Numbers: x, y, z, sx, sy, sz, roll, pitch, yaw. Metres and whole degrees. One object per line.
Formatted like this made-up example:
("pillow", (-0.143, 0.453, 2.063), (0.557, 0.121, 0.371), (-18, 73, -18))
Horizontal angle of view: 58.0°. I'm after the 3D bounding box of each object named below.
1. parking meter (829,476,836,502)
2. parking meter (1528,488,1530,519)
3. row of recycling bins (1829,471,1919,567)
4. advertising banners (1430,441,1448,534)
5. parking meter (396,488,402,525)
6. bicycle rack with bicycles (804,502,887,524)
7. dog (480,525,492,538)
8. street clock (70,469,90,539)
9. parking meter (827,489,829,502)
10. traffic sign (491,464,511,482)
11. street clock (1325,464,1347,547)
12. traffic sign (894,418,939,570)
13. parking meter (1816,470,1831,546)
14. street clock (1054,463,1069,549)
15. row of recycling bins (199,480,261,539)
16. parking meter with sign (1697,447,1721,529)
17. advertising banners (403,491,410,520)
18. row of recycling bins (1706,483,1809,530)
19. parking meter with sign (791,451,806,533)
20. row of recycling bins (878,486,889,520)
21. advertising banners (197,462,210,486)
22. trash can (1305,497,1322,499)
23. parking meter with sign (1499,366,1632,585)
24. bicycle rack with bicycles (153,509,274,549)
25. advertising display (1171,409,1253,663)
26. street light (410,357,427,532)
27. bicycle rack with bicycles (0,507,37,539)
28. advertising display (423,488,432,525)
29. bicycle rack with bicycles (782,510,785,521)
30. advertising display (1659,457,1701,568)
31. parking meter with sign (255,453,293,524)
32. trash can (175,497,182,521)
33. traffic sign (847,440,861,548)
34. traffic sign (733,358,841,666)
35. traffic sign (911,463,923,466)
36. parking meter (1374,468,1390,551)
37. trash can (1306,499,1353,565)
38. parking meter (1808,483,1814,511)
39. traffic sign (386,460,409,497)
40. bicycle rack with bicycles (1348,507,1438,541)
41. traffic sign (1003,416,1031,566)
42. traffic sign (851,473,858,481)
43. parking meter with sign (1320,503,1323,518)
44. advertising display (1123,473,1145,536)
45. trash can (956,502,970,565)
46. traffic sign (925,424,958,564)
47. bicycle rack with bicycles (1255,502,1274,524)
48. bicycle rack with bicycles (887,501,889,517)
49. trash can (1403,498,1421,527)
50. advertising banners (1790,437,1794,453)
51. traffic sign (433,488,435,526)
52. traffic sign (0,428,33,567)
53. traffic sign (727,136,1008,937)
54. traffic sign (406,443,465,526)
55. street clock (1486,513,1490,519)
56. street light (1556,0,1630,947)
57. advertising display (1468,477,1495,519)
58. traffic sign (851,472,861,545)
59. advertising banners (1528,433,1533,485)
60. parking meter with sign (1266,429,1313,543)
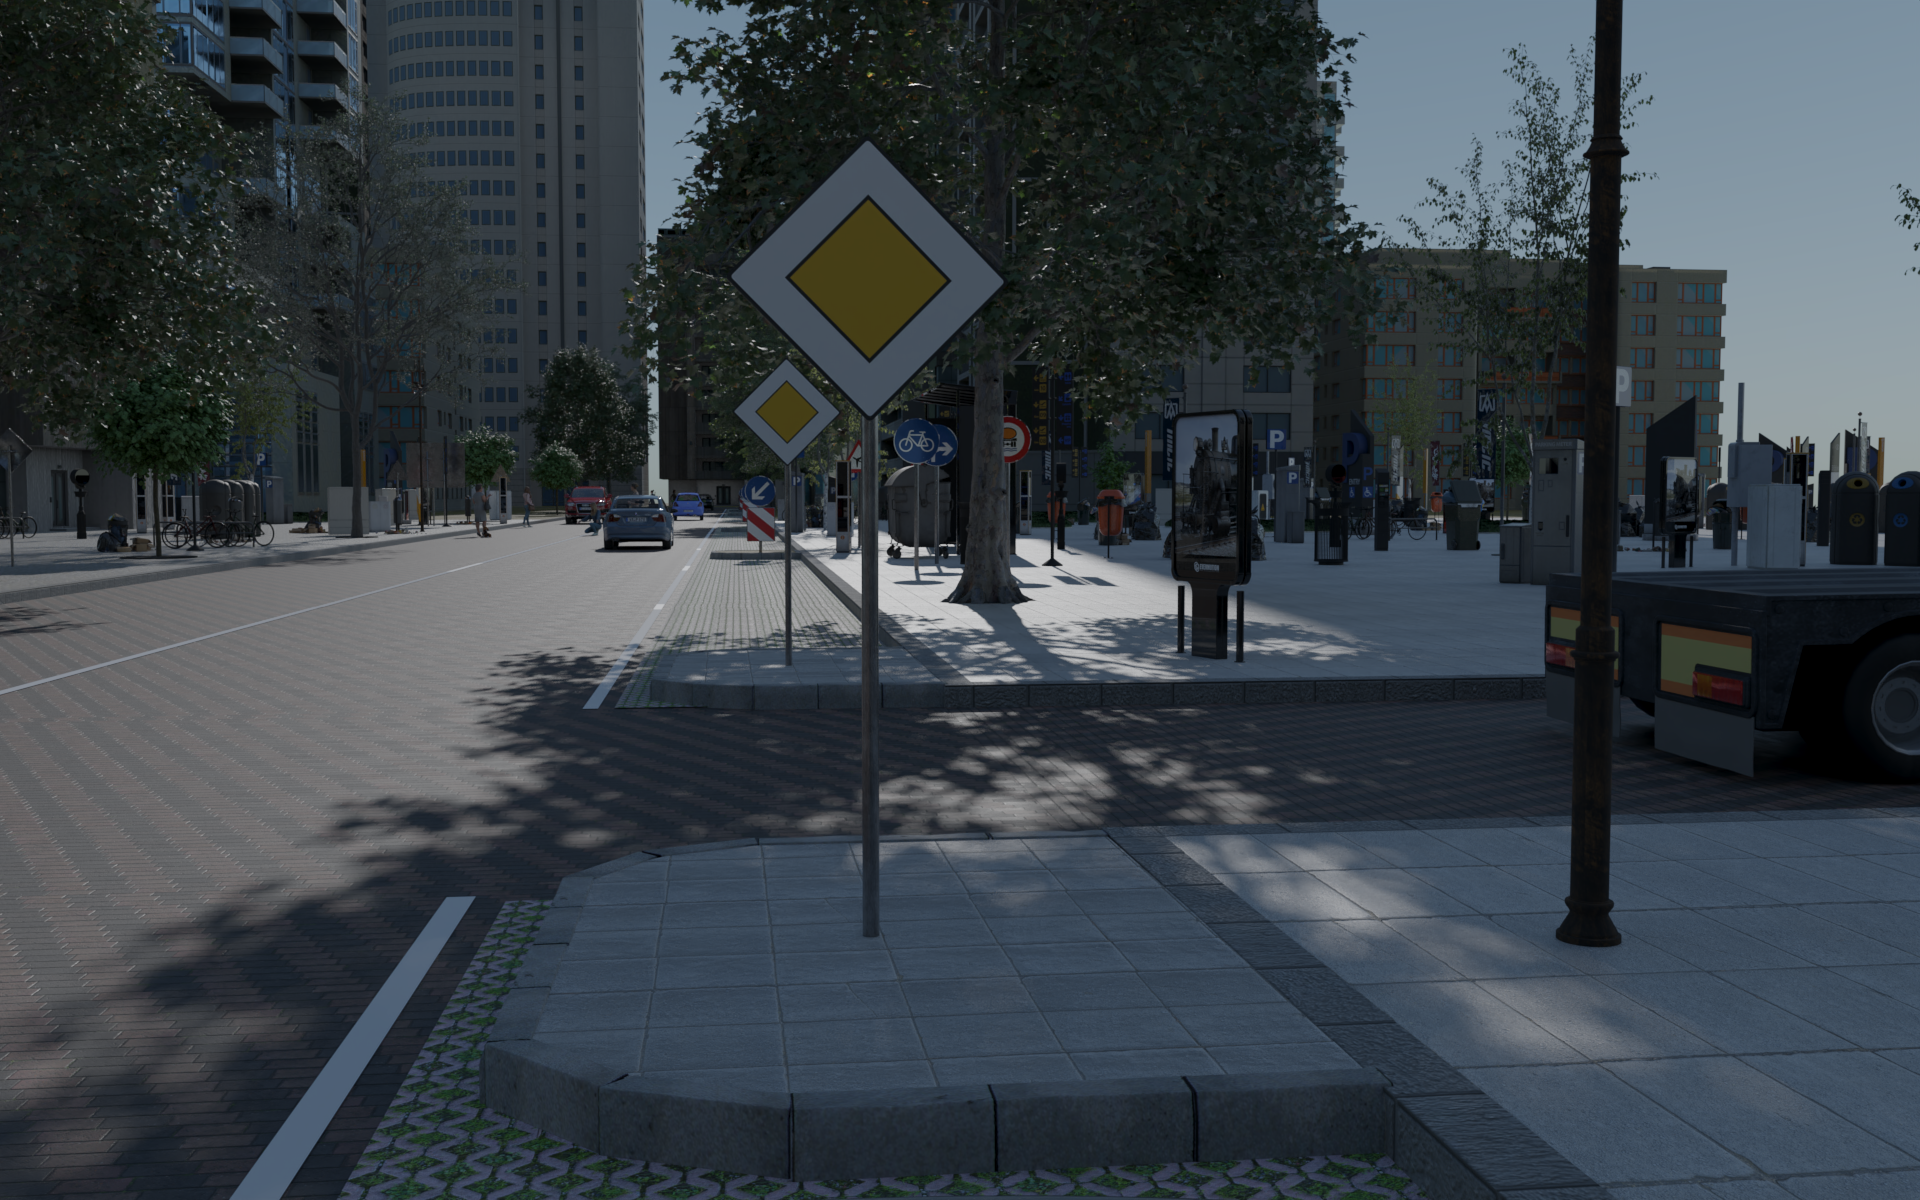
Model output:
("parking meter", (-4.010, -3.061, 55.763), (0.399, 1.863, 0.255), (1, 4, 18))
("parking meter", (22.782, -3.700, 68.904), (0.372, 1.533, 0.369), (0, 3, 0))
("row of recycling bins", (17.159, -1.432, 30.533), (1.069, 1.692, 3.534), (-3, 4, -37))
("advertising banners", (15.845, -3.666, 56.127), (0.090, 3.025, 2.074), (-1, 4, -20))
("parking meter", (-23.203, -3.851, 71.376), (0.372, 1.533, 0.369), (0, 3, 0))
("bicycle rack with bicycles", (-5.279, -3.706, 73.975), (2.925, 0.926, 2.852), (3, 4, 38))
("dog", (-15.608, -2.240, 56.818), (0.550, 0.427, 0.748), (1, 4, 11))
("street clock", (-25.079, -2.742, 49.401), (0.358, 2.002, 0.471), (2, 4, 28))
("parking meter", (-6.371, -4.619, 83.938), (0.372, 1.533, 0.369), (0, 3, 0))
("traffic sign", (-20.087, -4.633, 75.756), (0.884, 2.594, 0.081), (0, 4, 2))
("street clock", (9.056, -2.275, 41.773), (0.471, 2.002, 0.358), (-2, 4, -25))
("traffic sign", (-0.731, -1.773, 29.103), (0.768, 2.556, 0.104), (0, 4, -3))
("parking meter", (21.259, -2.258, 42.622), (0.255, 1.863, 0.399), (1, 4, 21))
("street clock", (2.345, -2.175, 40.133), (0.358, 2.002, 0.471), (0, 4, 4))
("row of recycling bins", (-21.310, -2.667, 50.725), (1.069, 1.692, 3.534), (0, 4, -5))
("parking meter with sign", (27.410, -4.181, 64.617), (1.738, 3.016, 0.543), (2, 4, 24))
("advertising banners", (-25.367, -5.085, 79.329), (0.090, 3.025, 2.074), (0, 4, -3))
("row of recycling bins", (28.485, -3.354, 61.953), (3.534, 1.692, 1.069), (0, 4, -1))
("parking meter with sign", (-5.403, -3.767, 57.852), (0.543, 3.016, 1.738), (0, 4, -1))
("row of recycling bins", (-3.174, -4.909, 87.372), (1.069, 1.692, 3.534), (2, 4, 25))
("advertising banners", (-24.827, -3.818, 58.609), (2.074, 3.025, 0.090), (-1, 4, -9))
("trash can", (15.562, -3.956, 76.340), (0.748, 1.137, 0.748), (0, 3, 0))
("parking meter with sign", (8.439, -1.716, 24.321), (0.543, 3.016, 1.738), (-3, 5, -41))
("bicycle rack with bicycles", (-18.113, -1.747, 41.942), (2.925, 0.926, 2.852), (-3, 5, -40))
("advertising display", (1.957, -0.509, 13.542), (0.123, 1.923, 0.974), (-2, 4, -24))
("street light", (-18.261, -5.251, 58.647), (0.468, 5.910, 1.993), (0, 4, -7))
("bicycle rack with bicycles", (-27.846, -2.204, 49.412), (2.852, 0.926, 2.925), (3, 4, 36))
("advertising display", (-22.441, -4.120, 72.577), (0.974, 1.923, 0.123), (3, 5, 41))
("bicycle rack with bicycles", (-6.612, -3.975, 78.374), (2.925, 0.926, 2.852), (-1, 4, -16))
("advertising display", (12.515, -1.527, 30.174), (0.974, 1.923, 0.123), (-2, 4, -35))
("parking meter with sign", (-29.174, -4.742, 73.786), (0.543, 3.016, 1.738), (1, 4, 17))
("trash can", (-35.364, -4.109, 78.831), (0.748, 1.137, 0.748), (0, 3, 0))
("traffic sign", (-2.422, -2.538, 41.502), (0.884, 2.594, 0.081), (0, 4, -4))
("traffic sign", (-1.284, -0.566, 12.889), (0.795, 2.450, 0.064), (0, 4, -7))
("traffic sign", (-1.403, -3.485, 56.984), (0.884, 2.594, 0.081), (0, 4, 0))
("parking meter", (9.527, -2.043, 39.117), (0.255, 1.863, 0.399), (0, 4, 1))
("trash can", (6.729, -1.207, 31.380), (0.748, 1.137, 0.748), (0, 3, 0))
("parking meter", (46.302, -5.427, 94.442), (0.399, 1.863, 0.255), (1, 4, 10))
("traffic sign", (-21.636, -4.077, 66.658), (0.884, 2.594, 0.081), (0, 4, 2))
("bicycle rack with bicycles", (11.886, -2.157, 48.641), (2.925, 0.926, 2.852), (-2, 4, -28))
("traffic sign", (0.776, -1.724, 28.285), (0.768, 2.556, 0.104), (0, 4, 2))
("traffic sign", (-4.498, -4.298, 70.374), (0.768, 2.556, 0.104), (0, 4, -5))
("parking meter with sign", (16.499, -5.284, 82.654), (1.738, 3.016, 0.543), (3, 5, 41))
("advertising display", (5.326, -2.930, 53.116), (0.123, 1.923, 0.974), (-2, 4, -29))
("trash can", (0.306, -1.133, 30.172), (0.748, 1.137, 0.748), (0, 3, 0))
("traffic sign", (-0.424, -1.933, 31.714), (0.768, 2.556, 0.104), (0, 4, 2))
("bicycle rack with bicycles", (8.188, -2.519, 54.570), (2.925, 0.926, 2.852), (-1, 4, -23))
("bicycle rack with bicycles", (-3.180, -4.296, 83.614), (2.852, 0.926, 2.925), (1, 4, 9))
("trash can", (17.807, -3.462, 68.253), (0.748, 1.137, 0.748), (0, 3, 0))
("advertising banners", (25.579, -3.510, 53.576), (0.090, 3.025, 2.074), (1, 4, 18))
("traffic sign", (-20.978, -4.220, 69.008), (0.884, 2.594, 0.081), (0, 4, 1))
("traffic sign", (-16.721, -1.793, 30.504), (0.795, 2.450, 0.064), (0, 4, -1))
("traffic sign", (-0.261, -0.081, 4.969), (0.795, 2.450, 0.064), (0, 4, -7))
("traffic sign", (-20.792, -4.577, 68.701), (2.265, 3.308, 0.079), (0, 4, -4))
("street clock", (22.944, -4.324, 75.270), (0.471, 2.002, 0.358), (-2, 4, -26))
("street light", (1.811, -1.959, 4.810), (0.468, 5.910, 1.993), (0, 4, -7))
("advertising display", (19.448, -3.635, 64.638), (0.974, 1.923, 0.123), (0, 4, 5))
("traffic sign", (-2.511, -2.680, 43.820), (0.884, 2.594, 0.081), (0, 4, -1))
("advertising banners", (17.102, -3.339, 50.772), (0.090, 3.025, 2.074), (3, 5, 43))
("parking meter with sign", (8.638, -3.026, 45.734), (0.543, 3.016, 1.738), (-1, 4, -11))
